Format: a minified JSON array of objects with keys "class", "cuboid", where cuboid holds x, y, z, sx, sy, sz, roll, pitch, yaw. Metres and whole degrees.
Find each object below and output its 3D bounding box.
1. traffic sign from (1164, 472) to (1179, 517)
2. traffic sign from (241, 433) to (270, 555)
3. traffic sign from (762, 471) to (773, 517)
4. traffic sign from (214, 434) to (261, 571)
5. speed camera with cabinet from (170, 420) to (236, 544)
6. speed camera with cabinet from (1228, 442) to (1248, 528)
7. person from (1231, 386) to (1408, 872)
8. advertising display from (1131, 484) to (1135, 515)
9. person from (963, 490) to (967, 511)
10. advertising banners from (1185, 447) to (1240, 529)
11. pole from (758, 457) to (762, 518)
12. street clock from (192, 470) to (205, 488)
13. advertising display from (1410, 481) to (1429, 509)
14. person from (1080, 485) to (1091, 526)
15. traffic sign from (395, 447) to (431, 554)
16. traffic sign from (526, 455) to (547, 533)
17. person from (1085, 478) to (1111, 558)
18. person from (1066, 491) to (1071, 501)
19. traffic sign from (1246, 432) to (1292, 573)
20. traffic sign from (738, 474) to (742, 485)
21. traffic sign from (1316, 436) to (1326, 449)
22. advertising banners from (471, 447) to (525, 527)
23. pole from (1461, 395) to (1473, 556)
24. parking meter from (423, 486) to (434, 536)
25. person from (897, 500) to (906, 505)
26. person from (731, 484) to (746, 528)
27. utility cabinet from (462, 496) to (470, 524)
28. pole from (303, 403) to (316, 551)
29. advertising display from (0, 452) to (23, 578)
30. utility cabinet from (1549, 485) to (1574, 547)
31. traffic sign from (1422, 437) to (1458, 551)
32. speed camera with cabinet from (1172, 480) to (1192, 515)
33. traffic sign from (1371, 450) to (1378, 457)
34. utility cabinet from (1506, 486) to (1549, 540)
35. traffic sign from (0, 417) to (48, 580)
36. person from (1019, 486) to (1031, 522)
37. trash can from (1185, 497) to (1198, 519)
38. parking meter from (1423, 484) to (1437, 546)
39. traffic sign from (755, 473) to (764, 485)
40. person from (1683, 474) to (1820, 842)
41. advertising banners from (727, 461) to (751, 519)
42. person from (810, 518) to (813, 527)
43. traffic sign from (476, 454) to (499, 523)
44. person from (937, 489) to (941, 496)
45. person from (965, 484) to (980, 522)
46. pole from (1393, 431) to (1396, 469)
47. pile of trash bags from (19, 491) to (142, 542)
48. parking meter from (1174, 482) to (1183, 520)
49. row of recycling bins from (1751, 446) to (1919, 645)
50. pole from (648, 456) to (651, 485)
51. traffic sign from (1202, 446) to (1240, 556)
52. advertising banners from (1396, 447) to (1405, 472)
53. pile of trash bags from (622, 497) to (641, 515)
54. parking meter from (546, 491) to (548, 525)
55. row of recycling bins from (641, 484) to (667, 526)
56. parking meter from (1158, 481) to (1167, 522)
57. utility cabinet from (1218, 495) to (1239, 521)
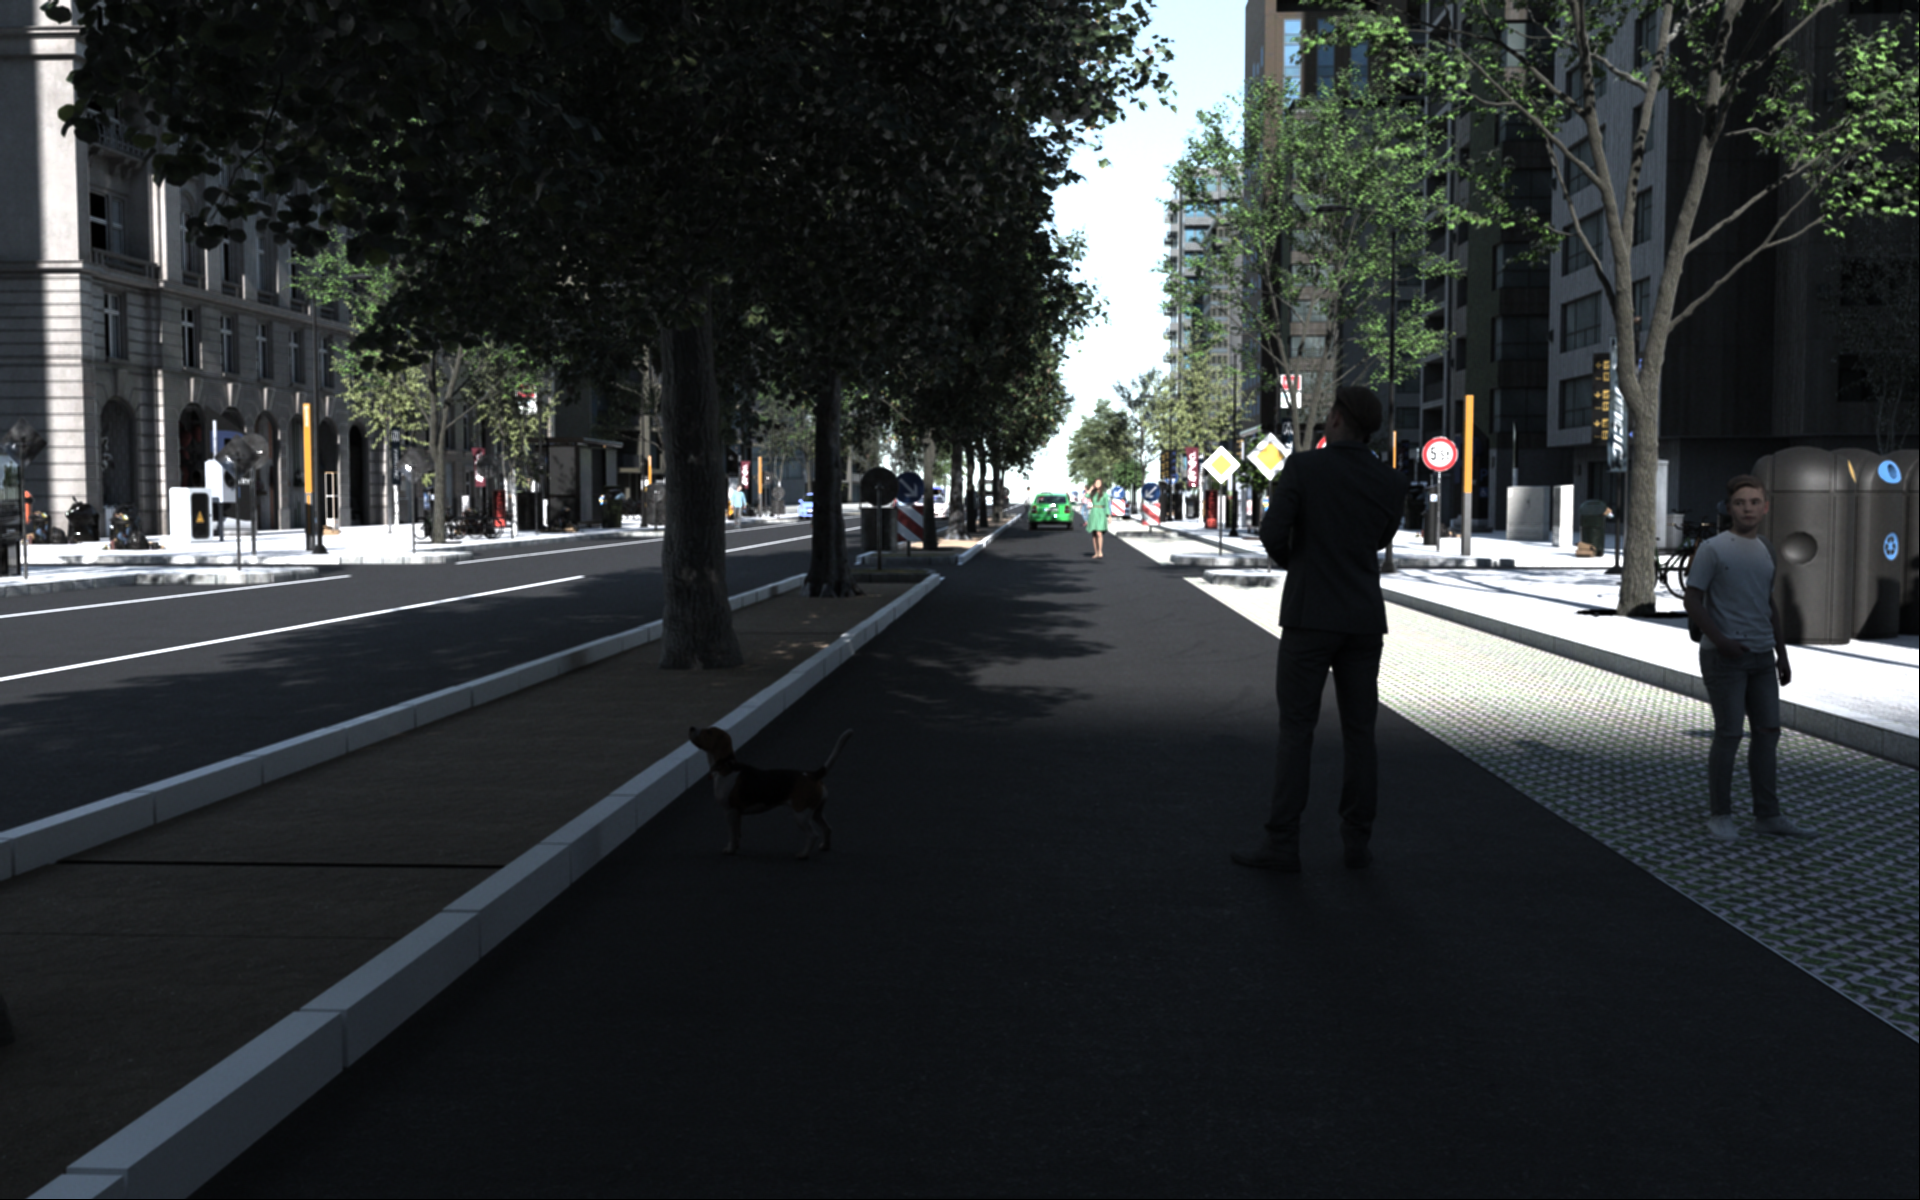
[{"class":"traffic sign","cuboid":[11.152,-5.586,91.435,0.768,2.556,0.104,1,4,9]},{"class":"traffic sign","cuboid":[-14.785,-2.207,36.195,0.768,2.556,0.104,1,4,10]},{"class":"traffic sign","cuboid":[-10.677,-5.815,95.186,0.768,2.556,0.104,1,4,12]},{"class":"traffic sign","cuboid":[-12.060,-1.546,28.924,0.795,2.450,0.064,0,4,3]},{"class":"speed camera with cabinet","cuboid":[-19.967,-3.147,45.790,0.660,3.252,2.038,1,4,15]},{"class":"speed camera with cabinet","cuboid":[10.942,-4.388,66.077,0.660,3.252,2.038,3,4,38]},{"class":"person","cuboid":[1.389,0.096,6.730,0.655,1.846,0.447,-1,4,-14]},{"class":"advertising display","cuboid":[10.669,-6.230,107.069,0.123,1.923,0.974,0,4,-1]},{"class":"person","cuboid":[0.569,-8.433,146.406,0.705,1.821,1.348,1,4,17]},{"class":"advertising banners","cuboid":[9.337,-4.153,64.094,2.074,3.025,0.090,0,4,-1]},{"class":"pole","cuboid":[-10.888,-6.146,94.334,0.158,3.312,0.155,0,3,0]},{"class":"street clock","cuboid":[-22.574,-2.868,51.470,0.471,2.002,0.358,2,4,33]},{"class":"advertising display","cuboid":[22.072,-4.771,83.226,0.974,1.923,0.123,3,5,43]},{"class":"person","cuboid":[5.638,-4.246,77.935,0.555,1.821,0.388,3,5,42]},{"class":"traffic sign","cuboid":[-11.649,-2.034,36.898,0.795,2.450,0.064,0,4,3]},{"class":"traffic sign","cuboid":[-13.918,-3.473,56.886,0.768,2.556,0.104,1,4,12]},{"class":"person","cuboid":[3.103,-1.838,38.799,0.600,1.795,0.529,1,4,9]},{"class":"person","cuboid":[10.363,-9.604,166.083,0.434,1.755,0.990,3,4,37]},{"class":"traffic sign","cuboid":[5.011,-1.491,28.028,0.795,2.450,0.064,0,4,3]},{"class":"traffic sign","cuboid":[-11.575,-5.344,89.508,0.606,2.300,0.079,0,4,8]},{"class":"traffic sign","cuboid":[7.848,-2.217,36.353,0.768,2.556,0.104,1,4,9]},{"class":"advertising banners","cuboid":[-17.321,-4.220,65.190,2.074,3.025,0.090,-2,4,-26]},{"class":"pole","cuboid":[10.482,-2.566,35.794,0.158,3.312,0.155,0,3,0]},{"class":"parking meter","cuboid":[-16.083,-2.702,52.581,0.372,1.533,0.369,0,3,0]},{"class":"person","cuboid":[-2.966,-4.859,88.212,0.793,1.790,0.793,1,4,23]},{"class":"person","cuboid":[-9.319,-3.953,72.993,0.638,1.841,0.748,0,4,2]},{"class":"utility cabinet","cuboid":[-20.992,-3.816,73.549,0.306,1.237,1.020,-1,4,-14]},{"class":"pole","cuboid":[-14.678,-2.766,39.070,0.158,3.312,0.155,0,3,0]},{"class":"advertising display","cuboid":[-14.849,-1.332,26.985,0.123,1.923,0.974,-1,4,-10]},{"class":"utility cabinet","cuboid":[14.530,-2.025,41.786,0.318,1.500,1.173,1,4,11]},{"class":"traffic sign","cuboid":[10.701,-2.360,38.688,0.768,2.556,0.104,1,4,11]},{"class":"speed camera with cabinet","cuboid":[13.603,-6.773,105.069,0.660,3.252,2.038,-3,4,-38]},{"class":"traffic sign","cuboid":[11.415,-2.981,48.844,0.768,2.556,0.104,1,4,12]},{"class":"utility cabinet","cuboid":[15.614,-2.382,47.620,0.318,1.500,1.173,-3,4,-37]},{"class":"traffic sign","cuboid":[-14.028,-1.514,25.946,0.795,2.450,0.064,0,4,7]},{"class":"person","cuboid":[3.428,-5.003,90.150,0.795,1.843,0.661,0,4,7]},{"class":"trash can","cuboid":[12.076,-4.815,90.376,0.748,1.137,0.748,0,3,0]},{"class":"parking meter","cuboid":[11.770,-2.130,43.234,0.372,1.533,0.369,0,3,0]},{"class":"traffic sign","cuboid":[-11.646,-6.187,101.257,0.768,2.556,0.104,1,4,12]},{"class":"person","cuboid":[3.262,0.239,7.181,0.523,1.515,0.503,3,5,39]},{"class":"advertising banners","cuboid":[-11.951,-5.760,90.370,2.074,3.025,0.090,0,4,-7]},{"class":"person","cuboid":[-6.027,-4.004,74.357,0.834,1.777,0.661,0,4,8]},{"class":"traffic sign","cuboid":[-15.203,-3.399,55.680,0.768,2.556,0.104,1,4,9]},{"class":"person","cuboid":[-1.711,-8.113,141.225,0.705,1.814,1.350,0,4,-7]},{"class":"person","cuboid":[0.513,-3.892,71.980,0.661,1.843,0.795,-1,4,-8]},{"class":"pole","cuboid":[14.024,-3.808,56.097,0.158,3.312,0.155,0,3,0]},{"class":"pile of trash bags","cuboid":[-23.966,-2.281,47.047,3.447,1.369,1.912,-1,4,-12]},{"class":"parking meter","cuboid":[10.707,-4.844,84.918,0.399,1.863,0.255,-2,4,-32]},{"class":"row of recycling bins","cuboid":[8.398,-0.532,15.814,3.534,1.692,1.069,-2,4,-33]},{"class":"pole","cuboid":[-16.546,-6.031,92.445,0.158,3.312,0.155,0,3,0]},{"class":"traffic sign","cuboid":[5.421,-1.979,36.002,0.795,2.450,0.064,0,4,3]},{"class":"advertising banners","cuboid":[15.952,-4.186,64.634,2.074,3.025,0.090,-3,4,-38]},{"class":"pile of trash bags","cuboid":[-20.201,-5.934,106.779,1.912,1.369,3.447,1,4,22]},{"class":"parking meter","cuboid":[-16.993,-3.887,71.966,0.372,1.533,0.369,0,3,0]},{"class":"row of recycling bins","cuboid":[-12.556,-3.964,71.925,1.069,1.692,3.534,-1,4,-18]},{"class":"parking meter","cuboid":[9.148,-4.440,78.312,0.255,1.863,0.399,2,4,32]},{"class":"utility cabinet","cuboid":[13.010,-4.454,83.983,1.020,1.237,0.306,1,4,22]}]
